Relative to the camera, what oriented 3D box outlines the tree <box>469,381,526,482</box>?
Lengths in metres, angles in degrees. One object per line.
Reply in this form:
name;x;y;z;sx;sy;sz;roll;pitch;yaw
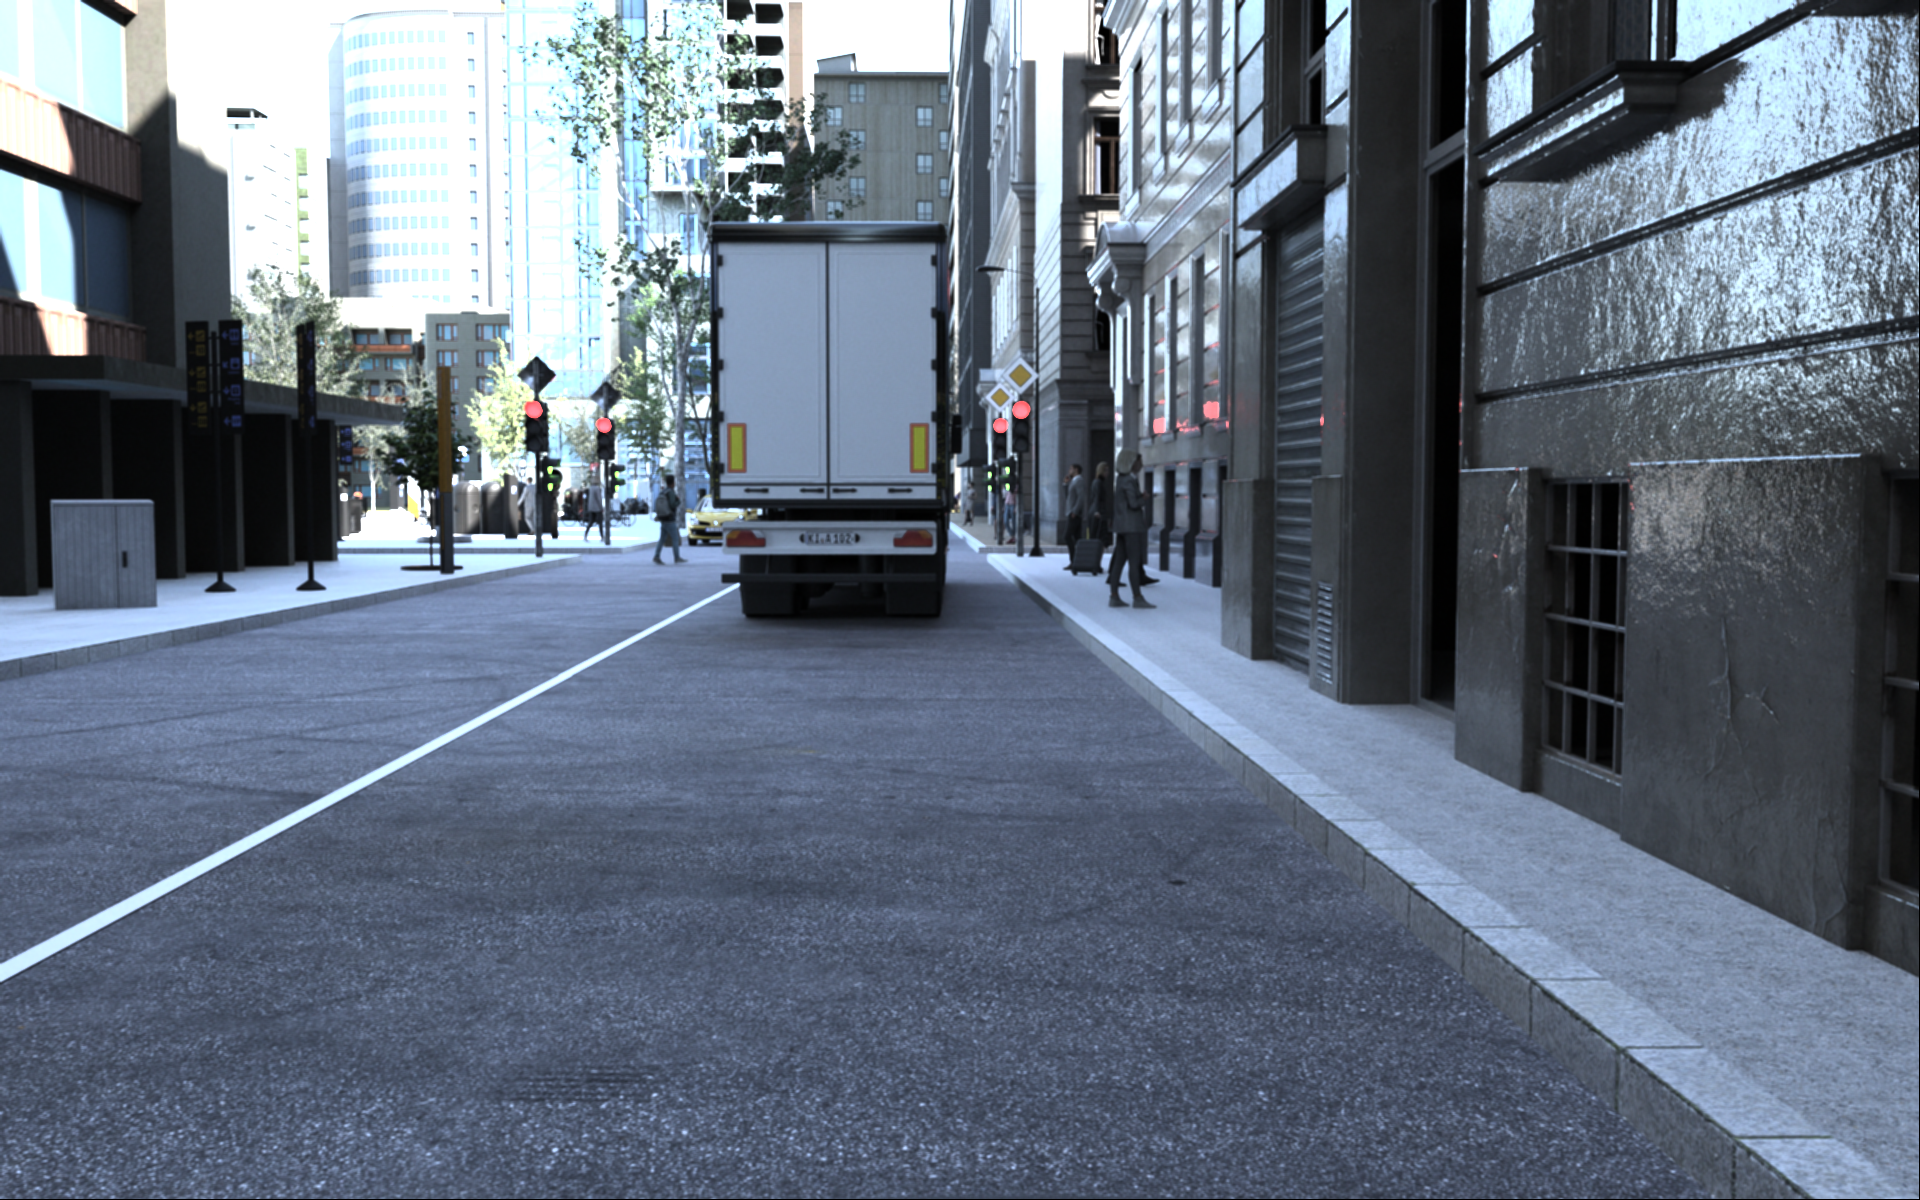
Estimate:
tree;-30.090;-9.941;112.903;4.360;8.622;3.978;0;3;0

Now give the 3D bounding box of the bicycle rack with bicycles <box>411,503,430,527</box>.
bicycle rack with bicycles;-21.969;-3.706;73.977;2.925;0.926;2.852;-1;4;-20

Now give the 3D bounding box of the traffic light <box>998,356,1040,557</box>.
traffic light;1.211;-2.843;35.405;0.839;4.253;0.868;0;4;-2

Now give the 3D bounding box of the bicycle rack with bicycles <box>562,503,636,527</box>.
bicycle rack with bicycles;-14.086;-3.326;67.756;2.925;0.926;2.852;-1;4;-15

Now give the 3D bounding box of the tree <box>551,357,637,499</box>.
tree;-19.246;-8.671;92.141;4.360;8.622;3.978;0;3;0

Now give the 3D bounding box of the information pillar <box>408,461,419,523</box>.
information pillar;-24.574;-5.291;77.862;0.504;3.616;0.183;1;4;15

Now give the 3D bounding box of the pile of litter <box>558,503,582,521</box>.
pile of litter;-18.820;-4.228;83.095;1.719;0.858;1.176;1;4;16

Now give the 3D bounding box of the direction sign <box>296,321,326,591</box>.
direction sign;-8.680;-1.900;23.068;0.379;3.537;0.876;-2;4;-34

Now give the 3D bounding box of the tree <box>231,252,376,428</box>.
tree;-26.699;-8.143;67.549;8.767;10.594;7.601;0;4;-1

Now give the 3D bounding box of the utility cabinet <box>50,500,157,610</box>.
utility cabinet;-9.608;-0.507;19.445;1.020;1.237;0.306;-2;4;-32

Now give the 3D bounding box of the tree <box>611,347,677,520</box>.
tree;-15.418;-8.285;85.822;4.737;8.622;4.395;0;3;0

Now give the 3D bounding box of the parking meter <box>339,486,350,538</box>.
parking meter;-18.162;-2.605;51.000;0.372;1.533;0.369;0;3;0

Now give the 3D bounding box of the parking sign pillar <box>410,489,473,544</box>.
parking sign pillar;-13.565;-3.485;45.447;1.447;3.967;1.447;-1;4;-15

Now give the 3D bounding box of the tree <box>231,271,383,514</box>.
tree;-22.388;-6.586;58.043;4.360;8.622;3.978;0;3;0

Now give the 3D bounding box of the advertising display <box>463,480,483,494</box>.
advertising display;-23.058;-4.689;81.878;0.974;1.923;0.123;-2;4;-29

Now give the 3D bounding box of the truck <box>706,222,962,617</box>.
truck;-1.376;-2.114;23.472;2.839;4.237;11.283;0;3;0

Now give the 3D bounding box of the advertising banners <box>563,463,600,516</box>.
advertising banners;-21.067;-6.127;96.359;2.074;3.025;0.090;0;4;0

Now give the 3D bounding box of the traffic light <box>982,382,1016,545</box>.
traffic light;0.984;-3.331;43.387;0.839;4.253;0.868;0;4;-2

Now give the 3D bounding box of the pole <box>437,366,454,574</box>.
pole;-8.257;-2.076;27.788;0.158;3.312;0.155;0;3;0

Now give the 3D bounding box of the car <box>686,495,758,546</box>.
car;-6.725;-2.399;49.445;2.015;1.641;3.980;0;4;0

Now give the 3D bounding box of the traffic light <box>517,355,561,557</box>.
traffic light;-8.546;-2.825;35.113;0.839;4.253;0.868;0;4;-2

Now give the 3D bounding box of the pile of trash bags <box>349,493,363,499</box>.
pile of trash bags;-36.504;-5.731;103.457;1.912;1.369;3.447;0;4;1

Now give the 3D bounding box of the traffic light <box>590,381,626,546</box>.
traffic light;-8.773;-3.313;43.095;0.839;4.253;0.868;0;4;-2

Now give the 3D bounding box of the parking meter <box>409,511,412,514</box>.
parking meter;-34.521;-6.334;109.264;0.399;1.863;0.255;-3;5;-44

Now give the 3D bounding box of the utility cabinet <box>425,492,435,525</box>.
utility cabinet;-21.602;-3.870;71.954;1.173;1.500;0.318;-2;4;-31

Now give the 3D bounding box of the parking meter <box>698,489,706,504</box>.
parking meter;-12.015;-4.422;80.711;0.372;1.533;0.369;0;3;0

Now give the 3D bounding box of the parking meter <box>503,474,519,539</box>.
parking meter;-12.881;-2.690;49.694;0.255;1.863;0.399;2;4;24

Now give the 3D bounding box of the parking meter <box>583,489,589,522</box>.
parking meter;-16.886;-4.283;78.430;0.372;1.533;0.369;0;3;0

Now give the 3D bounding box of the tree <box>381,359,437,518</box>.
tree;-29.968;-8.793;94.131;4.360;8.622;3.978;0;3;0

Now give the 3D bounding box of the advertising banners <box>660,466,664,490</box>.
advertising banners;-18.556;-6.967;110.098;0.090;3.025;2.074;1;4;19

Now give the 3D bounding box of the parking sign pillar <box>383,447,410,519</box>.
parking sign pillar;-29.056;-6.171;89.374;1.447;3.967;1.447;0;4;-3

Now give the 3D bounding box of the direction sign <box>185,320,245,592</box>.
direction sign;-9.740;-1.878;22.705;0.876;3.537;0.379;1;4;18

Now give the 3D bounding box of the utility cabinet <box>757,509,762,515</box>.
utility cabinet;-11.230;-5.493;98.497;1.173;1.500;0.318;3;4;38

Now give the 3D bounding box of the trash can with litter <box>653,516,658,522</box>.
trash can with litter;-13.702;-4.196;79.997;1.055;1.170;0.624;1;4;11

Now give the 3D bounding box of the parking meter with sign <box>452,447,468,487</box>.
parking meter with sign;-18.906;-4.142;63.987;1.738;3.016;0.543;3;4;37

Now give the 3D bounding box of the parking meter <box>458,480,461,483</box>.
parking meter;-18.880;-3.626;64.991;0.399;1.863;0.255;-1;4;-11

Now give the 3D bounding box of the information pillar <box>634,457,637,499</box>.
information pillar;-20.660;-7.269;110.198;0.183;3.616;0.504;-2;4;-24

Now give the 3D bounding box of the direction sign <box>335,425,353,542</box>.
direction sign;-16.836;-3.352;46.806;0.876;3.537;0.379;0;4;3

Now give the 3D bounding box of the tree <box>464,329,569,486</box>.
tree;-19.801;-7.818;78.183;4.737;8.622;4.395;0;3;0

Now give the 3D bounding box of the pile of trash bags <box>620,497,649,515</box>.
pile of trash bags;-20.715;-5.920;106.549;1.912;1.369;3.447;2;4;30

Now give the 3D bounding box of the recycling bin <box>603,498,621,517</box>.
recycling bin;-17.900;-4.679;89.055;0.722;1.027;0.722;-2;4;-29
